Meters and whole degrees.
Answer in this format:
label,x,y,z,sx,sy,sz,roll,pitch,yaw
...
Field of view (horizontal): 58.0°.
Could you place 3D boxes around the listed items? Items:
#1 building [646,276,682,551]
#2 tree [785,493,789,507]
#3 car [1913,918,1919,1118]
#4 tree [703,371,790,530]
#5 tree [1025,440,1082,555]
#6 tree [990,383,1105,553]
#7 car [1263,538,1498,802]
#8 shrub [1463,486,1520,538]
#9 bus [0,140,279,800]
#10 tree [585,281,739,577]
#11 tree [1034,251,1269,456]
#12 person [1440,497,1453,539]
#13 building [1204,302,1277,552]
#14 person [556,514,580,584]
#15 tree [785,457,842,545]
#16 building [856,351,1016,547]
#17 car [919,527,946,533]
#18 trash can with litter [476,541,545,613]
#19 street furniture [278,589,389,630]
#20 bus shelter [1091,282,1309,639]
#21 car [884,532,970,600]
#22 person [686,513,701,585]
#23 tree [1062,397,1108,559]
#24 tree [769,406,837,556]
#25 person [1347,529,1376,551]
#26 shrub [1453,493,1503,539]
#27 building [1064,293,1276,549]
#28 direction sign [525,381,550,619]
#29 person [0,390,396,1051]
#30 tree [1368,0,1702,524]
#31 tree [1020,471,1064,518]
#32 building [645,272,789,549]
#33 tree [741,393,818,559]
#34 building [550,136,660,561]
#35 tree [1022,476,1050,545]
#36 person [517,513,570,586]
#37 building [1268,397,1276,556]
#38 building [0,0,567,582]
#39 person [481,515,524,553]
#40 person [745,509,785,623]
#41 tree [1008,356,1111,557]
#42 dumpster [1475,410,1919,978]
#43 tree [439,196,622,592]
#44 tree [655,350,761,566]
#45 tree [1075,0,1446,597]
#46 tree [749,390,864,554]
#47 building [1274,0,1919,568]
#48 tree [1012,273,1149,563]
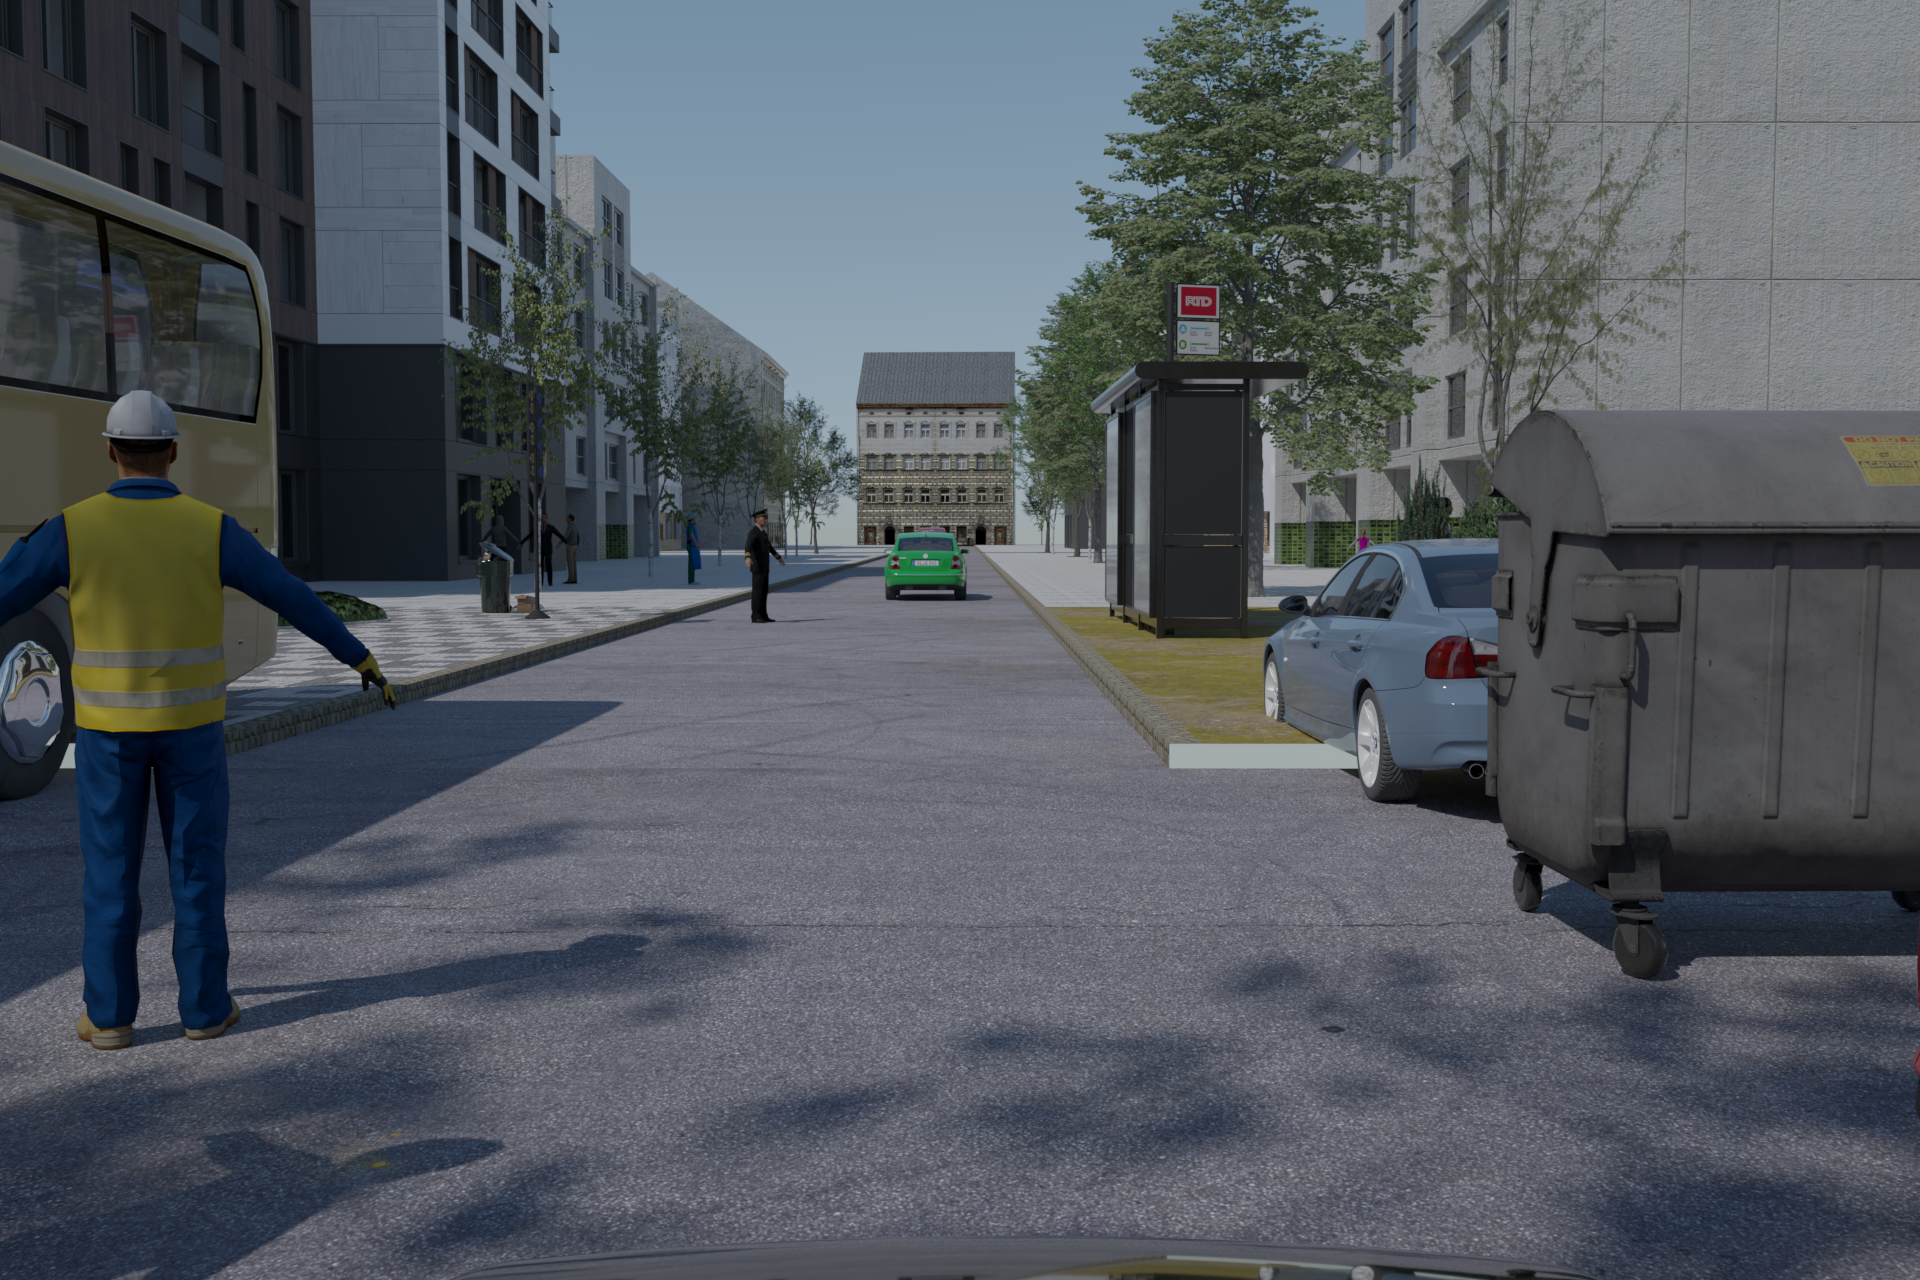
label,x,y,z,sx,sy,sz,roll,pitch,yaw
building,-27.627,-16.636,128.417,16.016,20.090,11.380,0,4,-1
tree,-21.407,-15.409,202.295,4.360,8.622,3.978,0,3,0
car,2.850,0.443,1.805,2.155,1.783,4.494,0,3,0
tree,-9.385,-7.804,77.965,4.360,8.622,3.978,0,3,0
tree,5.949,-9.679,108.615,4.737,8.622,4.395,0,3,0
tree,5.879,-11.666,116.487,9.928,11.665,9.643,0,3,0
car,3.040,0.088,10.563,2.014,1.417,4.499,0,4,-1
shrub,5.752,-0.805,17.575,1.690,2.028,1.600,0,3,0
bus,-6.246,-0.915,6.510,2.896,3.916,12.252,0,4,0
tree,-8.969,-6.176,51.342,4.737,8.622,4.395,0,3,0
tree,6.617,-8.242,60.510,9.928,11.665,9.643,0,3,0
person,7.072,-1.168,25.248,0.704,1.843,1.345,1,4,15
building,24.744,-17.259,138.596,16.016,20.090,11.380,0,4,1
person,-10.054,-2.349,44.681,0.705,1.796,1.348,1,4,9
tree,-17.680,-16.776,208.691,7.601,10.594,8.767,0,4,8
building,-2.457,-22.890,207.631,18.063,23.208,19.493,0,4,2
car,-1.577,-5.472,98.132,2.281,1.827,5.304,0,3,0
trash can with litter,-7.315,-1.028,28.197,1.055,1.170,0.624,0,4,2
street furniture,-11.307,-0.383,21.888,5.734,0.657,10.072,1,4,9
bus shelter,3.138,-2.917,25.328,2.179,5.291,8.768,0,4,-1
car,-0.754,-1.847,38.993,1.959,1.807,4.718,0,4,-1
person,-6.747,-2.308,43.860,0.704,1.817,1.347,-1,4,-12
tree,6.338,-8.380,87.373,4.360,8.622,3.978,0,3,0
tree,-9.269,-9.088,98.951,4.737,8.622,4.395,0,3,0
person,11.576,-2.470,49.656,0.991,1.433,0.599,2,4,26
shrub,8.914,-1.520,28.902,1.661,2.075,1.752,0,3,0
building,23.657,-19.533,163.338,27.936,21.610,32.646,0,3,0
direction sign,-6.415,-2.091,26.191,0.379,3.537,0.876,0,4,0
person,-2.299,0.214,4.920,1.349,1.833,0.705,-2,4,-24
tree,7.065,-4.467,23.398,4.360,8.622,3.978,0,3,0
tree,10.522,-16.331,201.426,7.601,10.594,8.767,0,4,5
building,-25.850,-19.793,154.536,19.493,23.208,18.063,0,3,0
tree,-8.889,-8.526,89.770,4.360,8.622,3.978,0,3,0
building,-25.427,-13.138,81.260,16.747,18.905,31.486,0,4,1
tree,9.650,-15.805,208.770,4.737,8.622,4.395,0,3,0
person,-10.305,-2.246,42.945,1.346,1.802,0.704,0,4,2
building,23.015,-9.061,90.293,9.099,9.664,28.070,0,4,0
building,-27.854,-12.254,44.327,27.936,21.610,32.646,0,4,0
person,-12.992,-2.621,48.982,1.348,1.813,0.705,1,4,16
person,-3.203,-1.199,27.995,0.705,1.837,1.347,1,4,19
tree,6.686,-10.428,96.248,9.928,11.665,9.643,0,3,0
dumpster,2.879,0.132,6.064,1.865,1.857,1.264,0,4,-1
tree,-9.406,-5.373,38.212,4.737,8.622,4.395,0,3,0
tree,-9.781,-7.280,69.391,4.737,8.622,4.395,0,3,0
tree,5.670,-7.163,35.250,7.486,12.596,7.792,0,3,0
tree,-9.535,-10.860,111.974,7.601,10.594,8.767,3,4,39
building,21.830,-11.718,58.050,16.747,18.905,31.486,0,3,0
tree,5.708,-9.660,76.076,7.486,12.596,7.792,0,3,0
